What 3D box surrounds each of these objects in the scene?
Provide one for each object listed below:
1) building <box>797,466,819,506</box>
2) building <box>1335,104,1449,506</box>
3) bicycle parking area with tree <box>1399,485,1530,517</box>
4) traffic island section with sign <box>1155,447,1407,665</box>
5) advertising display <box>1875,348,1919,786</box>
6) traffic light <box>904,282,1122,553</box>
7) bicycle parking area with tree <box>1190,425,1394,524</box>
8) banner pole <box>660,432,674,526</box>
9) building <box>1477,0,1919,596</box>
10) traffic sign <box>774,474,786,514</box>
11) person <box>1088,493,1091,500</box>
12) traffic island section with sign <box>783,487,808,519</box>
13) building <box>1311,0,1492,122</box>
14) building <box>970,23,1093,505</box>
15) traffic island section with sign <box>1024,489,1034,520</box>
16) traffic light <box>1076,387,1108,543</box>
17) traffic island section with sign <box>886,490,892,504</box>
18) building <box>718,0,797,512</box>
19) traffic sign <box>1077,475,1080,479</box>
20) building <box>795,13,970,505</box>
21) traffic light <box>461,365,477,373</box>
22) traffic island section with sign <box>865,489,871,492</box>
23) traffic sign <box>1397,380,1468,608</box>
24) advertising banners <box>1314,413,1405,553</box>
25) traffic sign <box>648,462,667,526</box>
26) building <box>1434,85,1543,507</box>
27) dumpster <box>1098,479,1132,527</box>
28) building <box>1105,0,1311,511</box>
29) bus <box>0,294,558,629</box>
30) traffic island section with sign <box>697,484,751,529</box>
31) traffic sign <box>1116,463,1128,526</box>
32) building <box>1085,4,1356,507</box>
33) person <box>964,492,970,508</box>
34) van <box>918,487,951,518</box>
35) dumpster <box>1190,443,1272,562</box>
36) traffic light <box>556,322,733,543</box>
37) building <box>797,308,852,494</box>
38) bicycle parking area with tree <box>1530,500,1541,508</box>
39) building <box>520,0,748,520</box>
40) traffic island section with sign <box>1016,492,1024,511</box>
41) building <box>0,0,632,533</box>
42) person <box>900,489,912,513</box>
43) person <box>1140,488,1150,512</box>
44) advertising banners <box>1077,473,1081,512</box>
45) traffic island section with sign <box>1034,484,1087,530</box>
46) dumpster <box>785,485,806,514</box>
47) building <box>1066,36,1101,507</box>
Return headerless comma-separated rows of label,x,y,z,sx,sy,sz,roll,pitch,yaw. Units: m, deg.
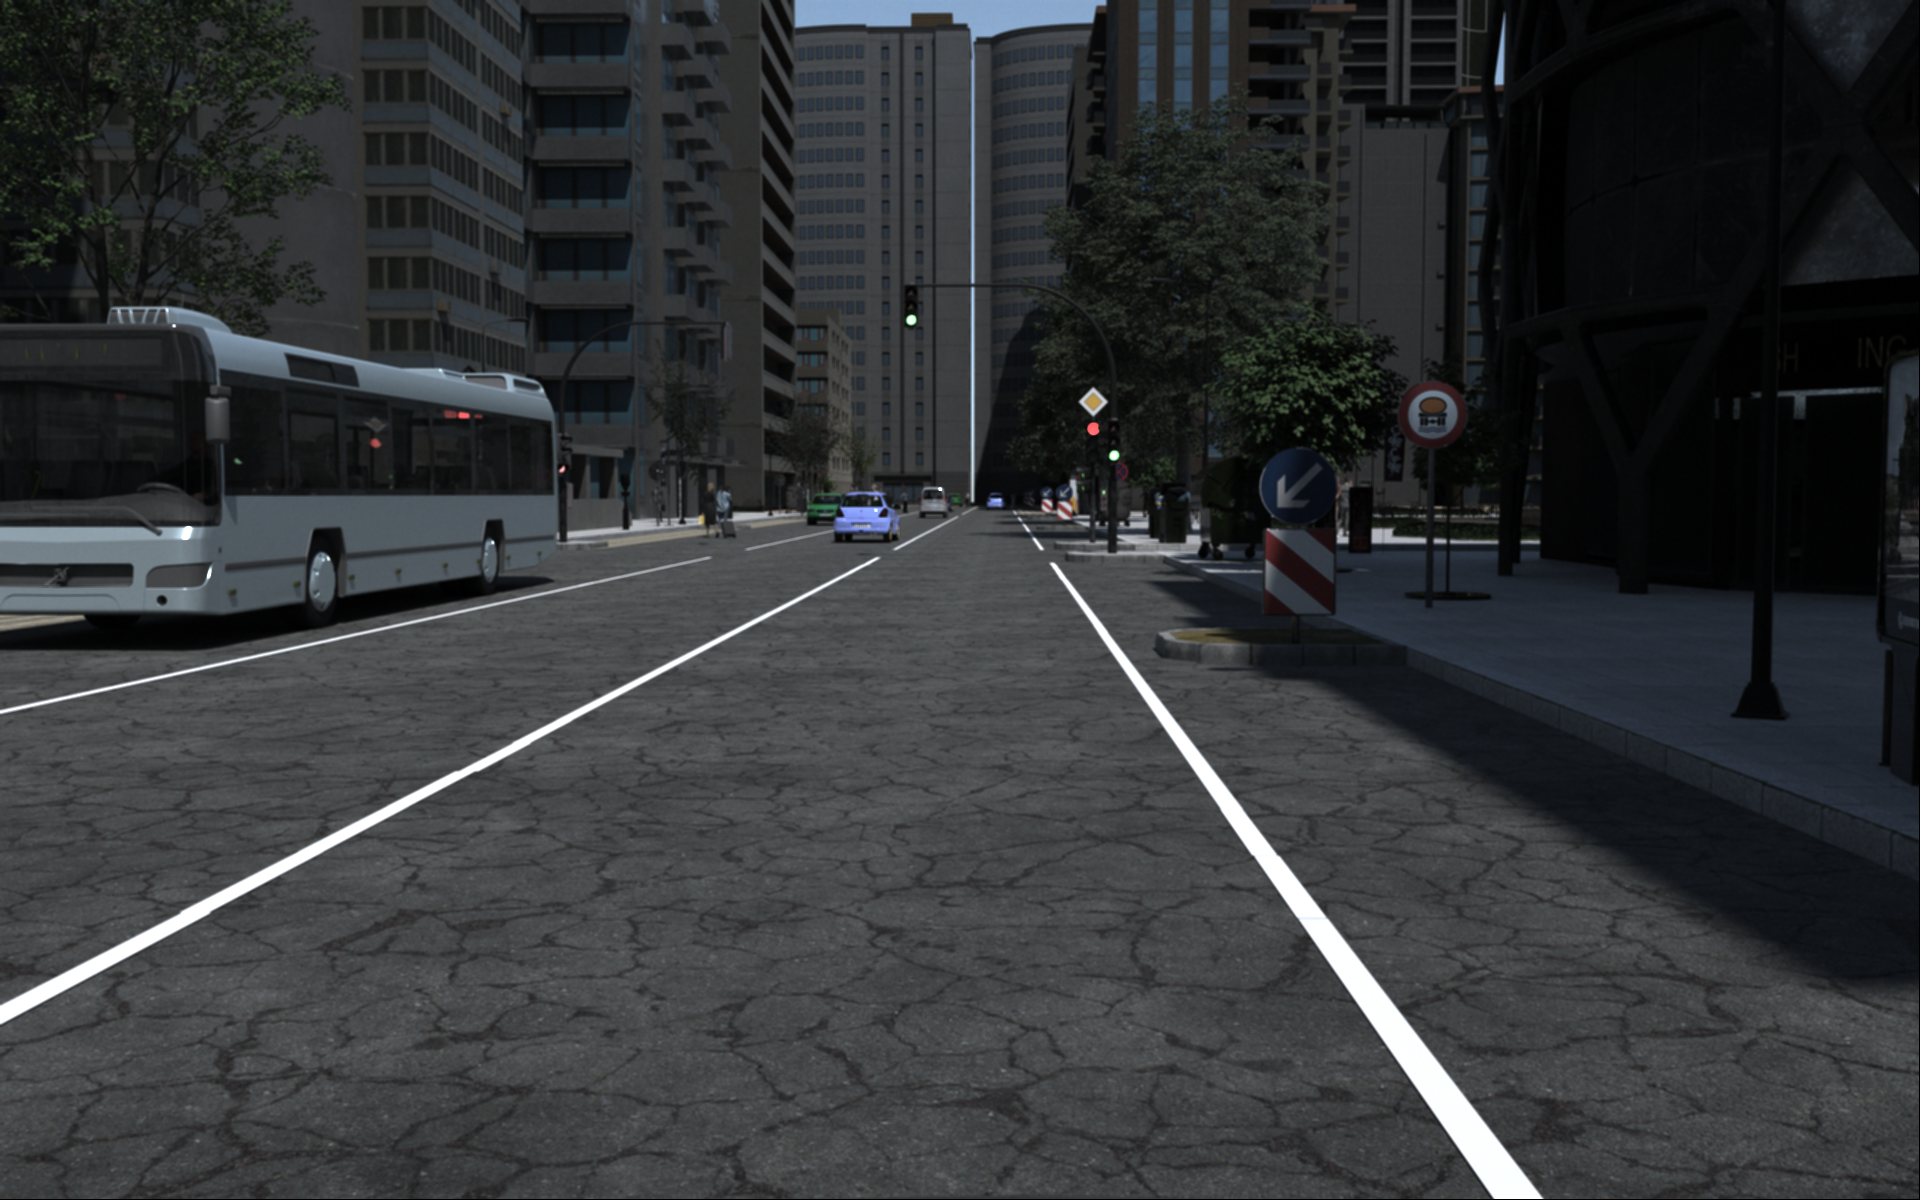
building,-23.236,-43.679,152.400,20.563,71.187,20.611,0,4,1
building,43.222,-30.655,184.797,14.086,41.232,14.154,0,4,1
bicycle parking area with tree,23.858,-6.305,90.082,8.231,4.147,9.016,0,4,-1
traffic island section with sign,2.788,-0.420,15.490,1.989,1.847,2.006,0,4,1
advertising display,4.283,-0.153,7.720,0.123,1.923,0.974,1,4,15
traffic light,1.184,-3.834,37.361,4.771,5.953,1.251,0,4,1
bicycle parking area with tree,12.736,-5.188,71.824,8.231,4.147,9.016,2,4,27
banner pole,-11.996,-4.929,70.610,0.401,3.779,0.863,-3,5,-41
building,16.552,-9.672,25.586,16.820,18.784,16.811,0,4,1
traffic sign,-11.445,-6.721,110.000,0.768,2.556,0.104,0,4,5
person,10.350,-8.285,141.505,1.348,1.823,0.705,-2,4,-28
traffic island section with sign,-8.944,-5.481,98.239,1.989,1.847,2.006,0,4,1
building,55.321,-47.515,215.117,20.611,71.187,20.563,0,4,1
building,15.847,-41.228,216.071,28.212,58.520,21.231,0,4,1
traffic island section with sign,4.760,-5.429,97.395,1.989,1.847,2.006,0,4,1
traffic light,3.469,-3.457,45.435,0.839,4.253,0.868,0,4,1
traffic island section with sign,-7.103,-10.190,175.228,1.989,1.847,2.006,0,4,1
building,-24.373,-31.091,132.046,21.300,48.544,21.600,0,4,1
traffic sign,7.503,-6.920,113.241,0.768,2.556,0.104,1,4,8
building,-12.662,-41.264,216.662,28.212,58.520,21.231,0,4,1
traffic light,-10.680,-2.988,37.769,0.839,4.253,0.868,0,4,1
traffic island section with sign,-7.757,-8.517,147.882,1.989,1.847,2.006,0,4,1
traffic sign,5.299,-1.186,19.490,0.768,2.556,0.104,1,4,8
advertising banners,8.658,-2.529,37.534,2.074,3.025,0.090,1,4,17
traffic sign,-11.967,-4.189,68.599,0.768,2.556,0.104,0,4,5
building,64.612,-32.184,180.835,28.867,44.769,22.147,0,4,1
dumpster,6.119,-3.816,68.151,1.264,1.857,1.865,0,4,2
building,18.553,-29.575,133.655,14.600,45.320,14.200,0,4,1
bus,-7.932,-1.613,21.235,2.948,3.499,13.247,0,4,2
traffic island section with sign,-9.613,-3.801,70.770,1.989,1.847,2.006,0,4,1
traffic sign,6.339,-4.229,69.251,0.768,2.556,0.104,0,4,3
building,22.580,-30.654,155.816,22.147,44.769,28.867,0,4,1
person,0.729,-10.623,183.121,0.436,1.711,0.756,-1,4,-15
van,-1.574,-5.985,104.863,2.013,2.044,4.112,0,4,1
dumpster,5.322,-1.904,33.617,1.502,2.255,1.985,0,4,1
traffic light,-8.395,-4.347,45.737,4.771,5.953,1.251,0,4,1
building,-26.904,-20.561,181.206,28.899,21.520,27.650,0,4,1
bicycle parking area with tree,37.702,-7.237,105.329,8.231,4.147,9.016,-2,4,-31
building,-25.188,-29.235,97.599,23.786,49.044,30.456,0,4,1
traffic island section with sign,5.963,-8.526,148.022,1.989,1.847,2.006,0,4,1
building,-29.371,-22.603,61.447,32.217,40.220,23.993,0,4,1
person,-4.140,-7.541,131.777,0.705,1.826,1.348,3,5,39
person,13.734,-7.399,126.642,1.348,1.869,0.705,-1,4,-17
advertising banners,7.926,-7.297,115.492,0.090,3.025,2.074,0,4,-1
traffic island section with sign,4.104,-3.763,70.155,1.989,1.847,2.006,0,4,1
dumpster,-10.874,-6.645,114.409,1.264,1.857,1.865,0,4,1
building,22.123,-34.080,180.905,21.300,48.544,21.600,0,4,1
